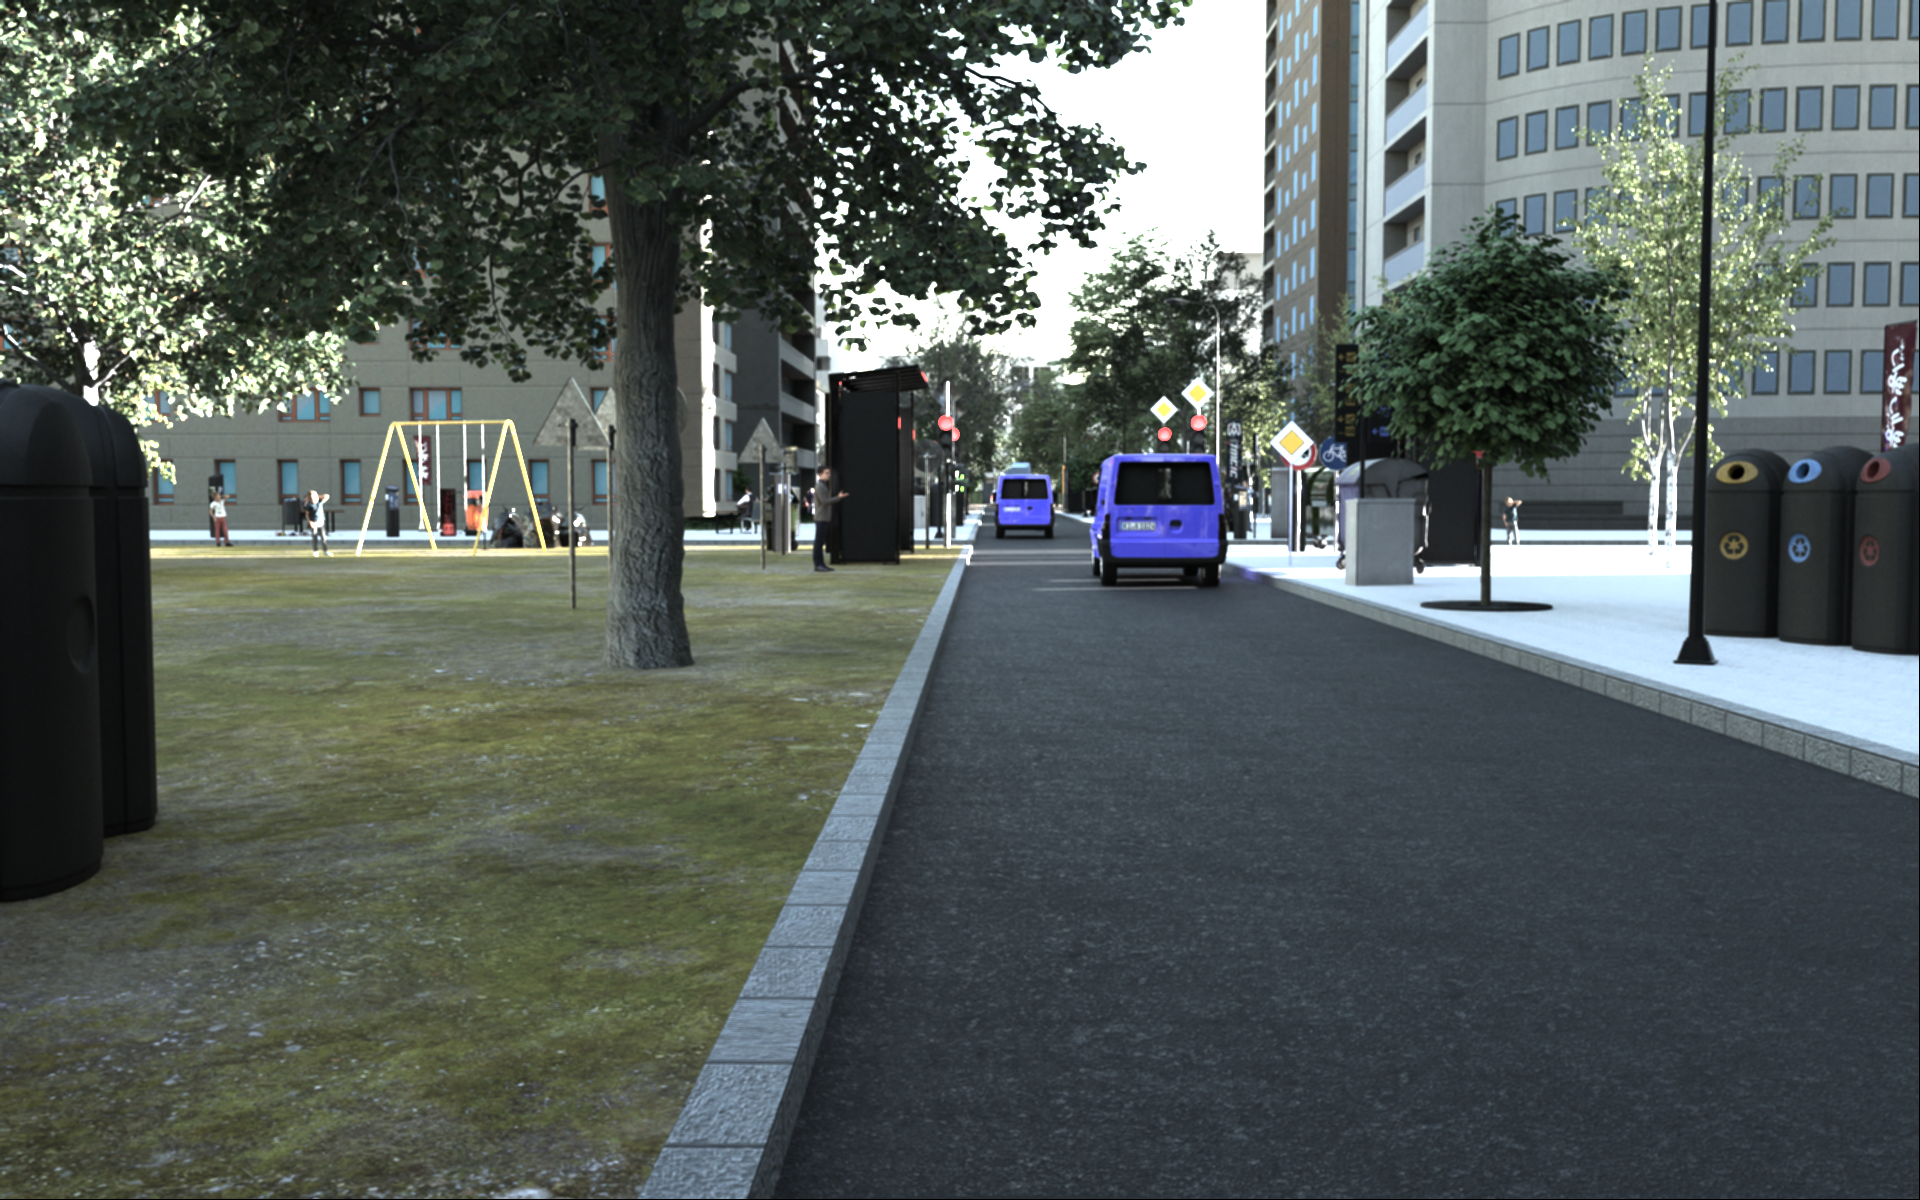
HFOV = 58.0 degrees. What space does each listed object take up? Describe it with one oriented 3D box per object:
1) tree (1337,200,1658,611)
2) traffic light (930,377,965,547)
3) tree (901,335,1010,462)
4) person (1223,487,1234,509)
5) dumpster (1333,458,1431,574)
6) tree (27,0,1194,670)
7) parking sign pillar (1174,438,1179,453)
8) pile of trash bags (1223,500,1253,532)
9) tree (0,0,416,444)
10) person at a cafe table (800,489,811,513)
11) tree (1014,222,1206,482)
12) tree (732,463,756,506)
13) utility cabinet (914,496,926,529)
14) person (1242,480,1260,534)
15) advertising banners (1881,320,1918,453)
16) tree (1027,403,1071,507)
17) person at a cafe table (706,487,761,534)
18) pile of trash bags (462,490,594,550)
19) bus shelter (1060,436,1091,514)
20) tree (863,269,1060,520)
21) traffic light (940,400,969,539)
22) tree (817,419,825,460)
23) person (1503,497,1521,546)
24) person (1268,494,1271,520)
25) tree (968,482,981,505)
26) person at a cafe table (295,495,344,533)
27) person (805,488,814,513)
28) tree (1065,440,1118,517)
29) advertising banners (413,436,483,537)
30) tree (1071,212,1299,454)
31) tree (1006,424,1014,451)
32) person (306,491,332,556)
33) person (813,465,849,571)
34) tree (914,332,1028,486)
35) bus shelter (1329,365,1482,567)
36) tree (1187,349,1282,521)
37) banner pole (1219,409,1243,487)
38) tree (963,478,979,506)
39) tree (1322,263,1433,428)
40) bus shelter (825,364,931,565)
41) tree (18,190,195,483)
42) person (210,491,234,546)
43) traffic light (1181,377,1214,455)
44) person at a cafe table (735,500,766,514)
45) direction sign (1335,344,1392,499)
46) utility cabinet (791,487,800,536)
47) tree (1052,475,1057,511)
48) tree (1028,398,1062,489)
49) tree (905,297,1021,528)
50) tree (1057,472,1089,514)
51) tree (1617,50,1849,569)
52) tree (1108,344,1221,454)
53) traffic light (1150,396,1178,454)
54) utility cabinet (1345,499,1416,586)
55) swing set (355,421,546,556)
[{"bbox_3d":[6.034,-2.186,19.450,4.285,4.588,4.351,0,3,0],"label":"tree"},{"bbox_3d":[-0.309,-3.229,41.710,0.839,4.253,0.868,0,4,1],"label":"traffic light"},{"bbox_3d":[-0.282,-11.363,111.543,9.928,11.665,9.643,0,3,0],"label":"tree"},{"bbox_3d":[14.448,-5.240,93.188,0.593,1.643,0.415,-1,4,-14],"label":"person"},{"bbox_3d":[6.917,-1.385,28.397,1.264,1.857,1.865,0,4,1],"label":"dumpster"},{"bbox_3d":[-2.461,-6.480,12.604,9.857,13.997,8.962,0,3,0],"label":"tree"},{"bbox_3d":[9.684,-5.575,79.616,1.447,3.967,1.447,1,4,23],"label":"parking sign pillar"},{"bbox_3d":[8.658,-3.057,59.732,1.912,1.369,3.447,-1,4,-16],"label":"pile of trash bags"},{"bbox_3d":[-14.218,-6.798,28.157,9.611,12.733,9.660,0,3,0],"label":"tree"},{"bbox_3d":[-7.507,-4.620,84.056,1.698,1.524,1.622,2,4,26],"label":"person at a cafe table"},{"bbox_3d":[7.225,-9.475,73.041,7.486,12.596,7.792,0,3,0],"label":"tree"},{"bbox_3d":[-12.275,-6.203,96.027,1.663,3.219,1.824,0,3,0],"label":"tree"},{"bbox_3d":[-1.603,-3.210,63.640,0.306,1.237,1.020,3,4,38],"label":"utility cabinet"},{"bbox_3d":[9.149,-2.978,55.449,0.841,1.734,0.376,3,5,44],"label":"person"},{"bbox_3d":[9.531,-1.366,18.518,0.090,3.025,2.074,0,4,-4],"label":"advertising banners"},{"bbox_3d":[9.858,-14.420,170.179,7.601,10.594,8.767,0,4,2],"label":"tree"},{"bbox_3d":[-7.011,-2.898,55.896,1.622,1.524,1.698,3,5,42],"label":"person at a cafe table"},{"bbox_3d":[-10.423,-1.918,41.110,1.912,1.369,3.447,2,4,30],"label":"pile of trash bags"},{"bbox_3d":[7.924,-8.518,116.896,2.179,5.291,8.768,0,4,1],"label":"bus shelter"},{"bbox_3d":[-0.221,-10.776,86.561,12.009,13.543,11.850,0,3,0],"label":"tree"},{"bbox_3d":[-0.173,-3.717,49.694,0.839,4.253,0.868,0,4,1],"label":"traffic light"},{"bbox_3d":[-11.430,-10.497,121.990,4.360,8.622,3.978,0,3,0],"label":"tree"},{"bbox_3d":[14.247,-1.972,44.646,0.435,1.345,0.340,0,4,-1],"label":"person"},{"bbox_3d":[15.513,-4.676,86.409,0.435,1.345,0.340,3,4,36],"label":"person"},{"bbox_3d":[0.954,-12.968,195.747,4.285,4.588,4.351,0,3,0],"label":"tree"},{"bbox_3d":[-21.897,-2.911,58.464,1.698,1.238,1.726,-2,4,-35],"label":"person at a cafe table"},{"bbox_3d":[-6.991,-4.415,80.433,0.569,1.553,0.471,3,4,38],"label":"person"},{"bbox_3d":[7.674,-7.087,99.592,4.285,4.588,4.351,0,3,0],"label":"tree"},{"bbox_3d":[-15.489,-3.440,52.435,2.074,3.025,0.090,-2,4,-34],"label":"advertising banners"},{"bbox_3d":[7.619,-7.504,57.104,7.601,10.594,8.767,0,4,3],"label":"tree"},{"bbox_3d":[7.996,-14.653,157.709,7.486,12.596,7.792,0,3,0],"label":"tree"},{"bbox_3d":[-13.348,-1.597,36.058,0.435,1.345,0.340,-3,5,-43],"label":"person"},{"bbox_3d":[-2.128,-1.357,28.765,0.750,1.759,0.617,1,4,13],"label":"person"},{"bbox_3d":[-0.338,-12.507,121.495,9.611,12.733,9.660,0,3,0],"label":"tree"},{"bbox_3d":[8.557,-2.576,33.407,1.731,3.624,6.357,0,4,1],"label":"bus shelter"},{"bbox_3d":[13.654,-8.044,81.883,4.737,8.622,4.395,0,3,0],"label":"tree"},{"bbox_3d":[7.868,-3.717,50.783,0.863,3.779,0.401,1,4,9],"label":"banner pole"},{"bbox_3d":[0.651,-8.709,136.999,1.663,3.219,1.824,0,3,0],"label":"tree"},{"bbox_3d":[14.189,-6.455,55.906,4.737,8.622,4.395,0,3,0],"label":"tree"},{"bbox_3d":[-1.550,-2.643,34.492,1.731,3.624,6.357,0,4,1],"label":"bus shelter"},{"bbox_3d":[-18.769,-5.396,38.582,4.737,8.622,4.395,0,3,0],"label":"tree"},{"bbox_3d":[-18.104,-1.988,42.457,0.340,1.345,0.435,2,4,35],"label":"person"},{"bbox_3d":[5.671,-3.223,41.624,0.839,4.253,0.868,0,4,1],"label":"traffic light"},{"bbox_3d":[-9.351,-4.240,80.186,1.726,1.238,1.698,1,4,8],"label":"person at a cafe table"},{"bbox_3d":[6.111,-2.097,26.287,0.876,3.537,0.379,0,4,-6],"label":"direction sign"},{"bbox_3d":[-5.014,-2.652,52.043,0.318,1.500,1.173,0,4,2],"label":"utility cabinet"},{"bbox_3d":[8.058,-8.546,134.332,1.663,3.219,1.824,0,3,0],"label":"tree"},{"bbox_3d":[8.916,-17.379,201.156,9.611,12.733,9.660,0,3,0],"label":"tree"},{"bbox_3d":[-0.109,-7.042,65.493,4.360,8.622,3.978,0,3,0],"label":"tree"},{"bbox_3d":[7.523,-7.048,109.840,1.663,3.219,1.824,0,3,0],"label":"tree"},{"bbox_3d":[12.346,-4.826,29.262,4.737,8.622,4.395,0,3,0],"label":"tree"},{"bbox_3d":[13.632,-11.730,117.535,9.928,11.665,9.643,0,3,0],"label":"tree"},{"bbox_3d":[5.807,-3.712,49.608,0.839,4.253,0.868,0,4,1],"label":"traffic light"},{"bbox_3d":[5.932,-0.816,24.497,1.020,1.237,0.306,-2,4,-26],"label":"utility cabinet"},{"bbox_3d":[-11.066,-2.431,37.363,3.119,2.851,2.862,1,4,17],"label":"swing set"}]
